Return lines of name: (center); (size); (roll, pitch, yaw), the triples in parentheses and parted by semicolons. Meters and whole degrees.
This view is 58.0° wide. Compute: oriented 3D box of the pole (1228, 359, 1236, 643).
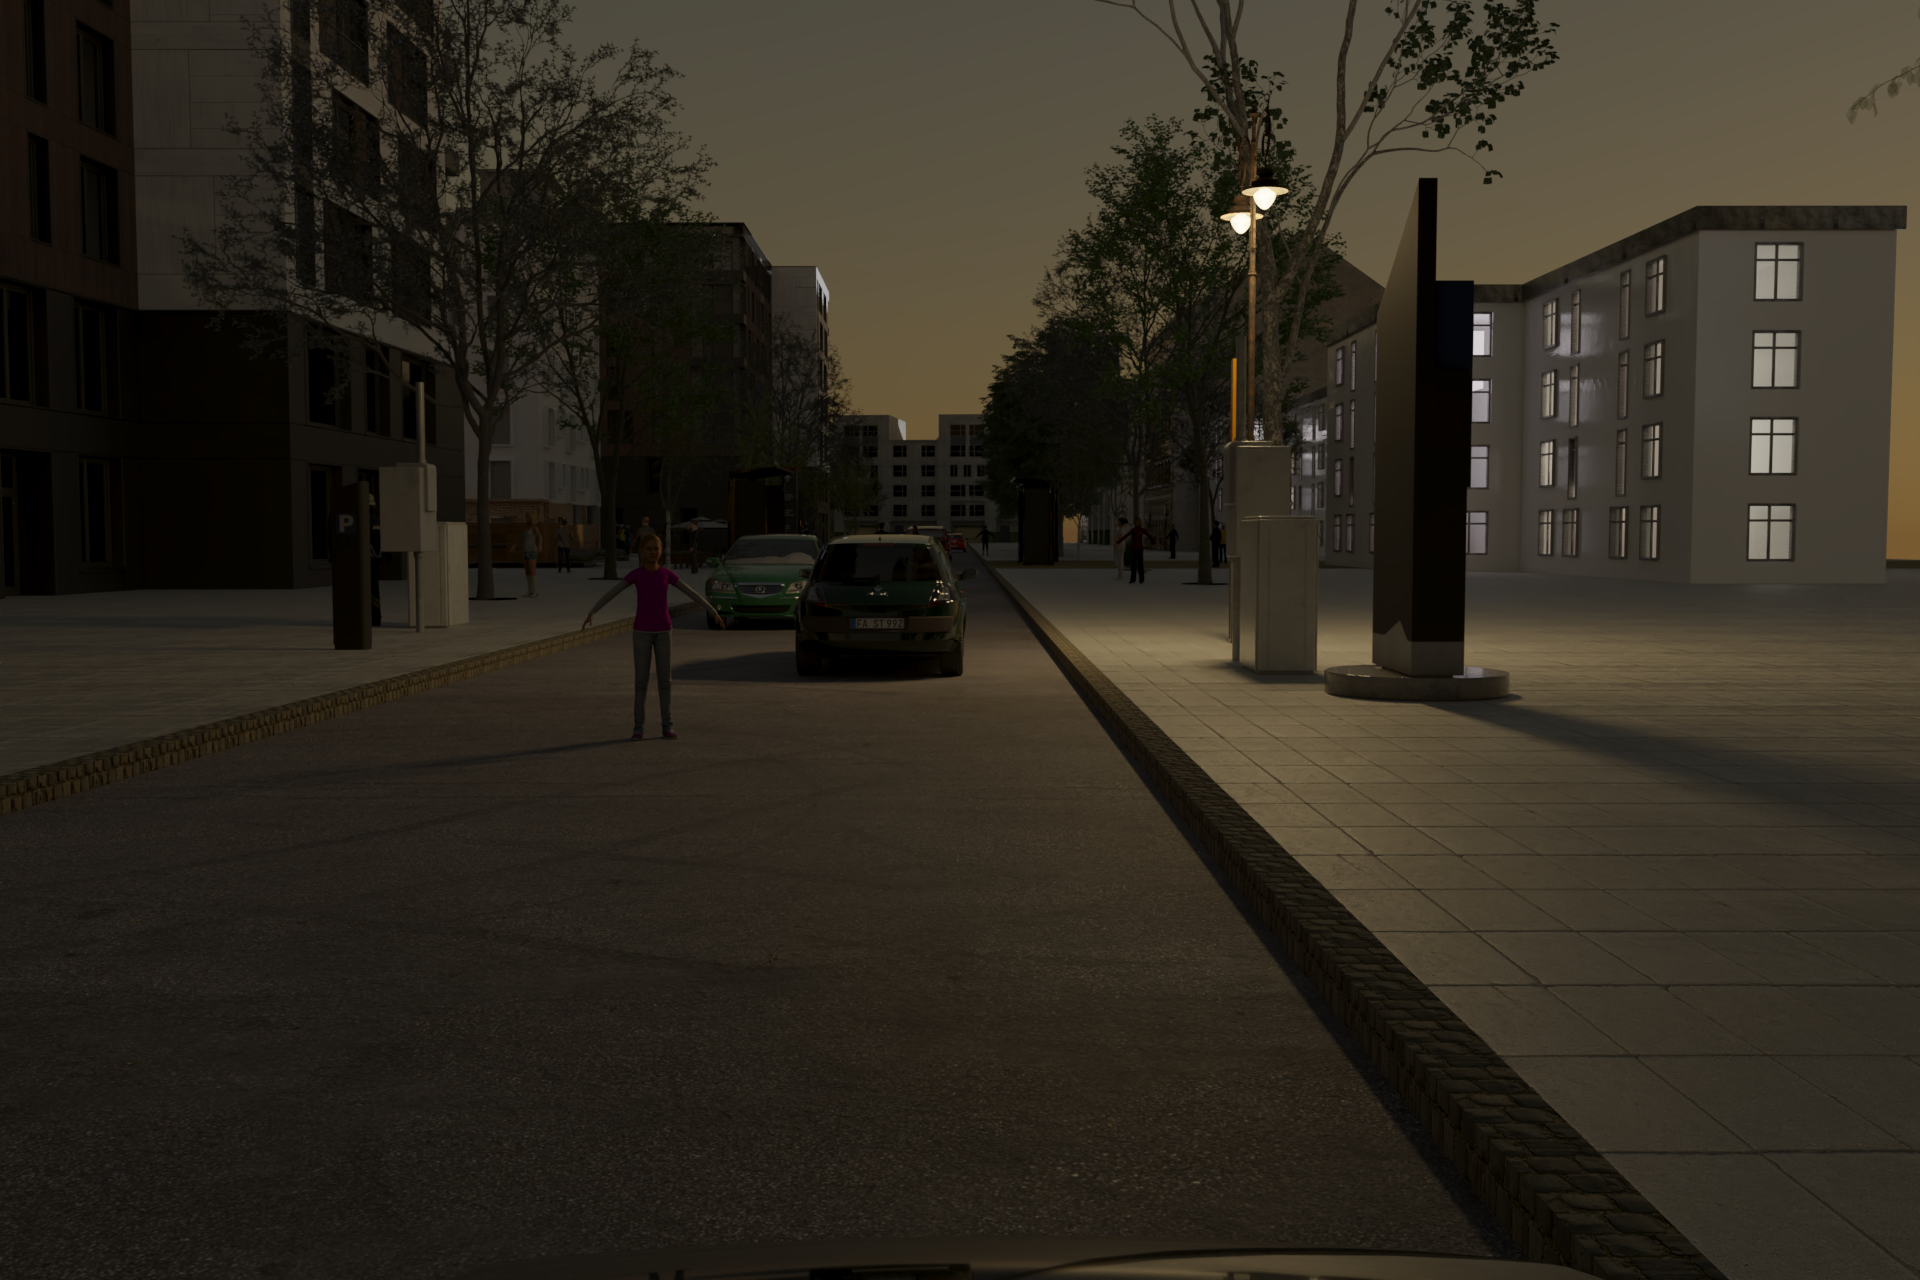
pole: (3.249, -1.618, 20.292); (0.158, 3.312, 0.155); (0, 3, 0)

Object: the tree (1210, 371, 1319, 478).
tree: (11.857, -7.369, 70.848); (4.360, 8.622, 3.978); (0, 3, 0)

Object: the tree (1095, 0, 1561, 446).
tree: (6.134, -10.620, 29.534); (12.611, 20.169, 13.585); (0, 3, 0)

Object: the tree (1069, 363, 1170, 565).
tree: (6.212, -7.410, 71.524); (4.360, 8.622, 3.978); (0, 3, 0)

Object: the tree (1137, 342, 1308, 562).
tree: (11.758, -8.863, 79.320); (8.767, 10.594, 7.601); (1, 4, 14)

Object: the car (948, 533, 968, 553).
car: (-0.411, -7.731, 135.437); (2.155, 1.783, 4.494); (0, 3, 0)

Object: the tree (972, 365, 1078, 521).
tree: (5.791, -13.370, 125.255); (9.857, 13.997, 8.962); (0, 3, 0)

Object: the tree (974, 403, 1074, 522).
tree: (5.844, -14.541, 144.405); (9.857, 13.997, 8.962); (0, 3, 0)

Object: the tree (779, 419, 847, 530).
tree: (-9.416, -9.652, 108.169); (4.737, 8.622, 4.395); (0, 3, 0)

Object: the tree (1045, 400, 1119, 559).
tree: (6.025, -8.444, 88.415); (4.360, 8.622, 3.978); (0, 3, 0)

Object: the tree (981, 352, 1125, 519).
tree: (5.953, -12.295, 107.671); (9.857, 13.997, 8.962); (0, 3, 0)

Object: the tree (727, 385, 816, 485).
tree: (-9.523, -8.245, 85.169); (4.737, 8.622, 4.395); (0, 3, 0)

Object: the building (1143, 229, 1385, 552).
building: (24.586, -18.555, 134.299); (19.493, 23.208, 18.063); (0, 4, 0)

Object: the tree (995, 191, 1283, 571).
tree: (6.249, -9.170, 60.294); (12.009, 13.543, 11.850); (0, 3, 0)

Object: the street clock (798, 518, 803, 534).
street clock: (-7.185, -4.436, 77.103); (0.358, 2.002, 0.471); (0, 4, 0)

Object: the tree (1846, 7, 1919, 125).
tree: (5.662, -3.587, 9.017); (4.360, 8.622, 3.978); (0, 3, 0)

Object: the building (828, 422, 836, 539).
building: (-27.071, -24.712, 234.964); (19.493, 23.208, 18.063); (0, 4, 1)

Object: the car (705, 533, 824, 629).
car: (-2.909, -0.973, 27.700); (2.131, 1.459, 4.920); (0, 4, 0)

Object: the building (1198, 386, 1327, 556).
building: (21.626, -10.356, 111.463); (9.099, 9.664, 28.070); (0, 4, 0)

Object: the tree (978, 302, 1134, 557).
tree: (5.487, -11.626, 96.744); (9.857, 13.997, 8.962); (0, 3, 0)

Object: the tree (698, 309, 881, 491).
tree: (-9.526, -11.334, 95.685); (12.009, 13.543, 11.850); (0, 3, 0)

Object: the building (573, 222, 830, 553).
building: (-24.808, -17.493, 129.987); (27.936, 21.610, 32.646); (0, 4, 0)

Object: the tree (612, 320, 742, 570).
tree: (-9.690, -6.455, 55.909); (4.360, 8.622, 3.978); (0, 3, 0)

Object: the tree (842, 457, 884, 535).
tree: (-9.120, -12.724, 158.402); (4.737, 8.622, 4.395); (0, 3, 0)

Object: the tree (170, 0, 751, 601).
tree: (-9.284, -7.527, 33.432); (12.009, 13.543, 11.850); (0, 3, 0)

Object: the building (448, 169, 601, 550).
building: (-26.560, -14.355, 91.128); (16.016, 20.090, 11.380); (0, 3, 0)

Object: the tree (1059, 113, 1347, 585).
tree: (6.062, -7.205, 43.559); (9.928, 11.665, 9.643); (0, 3, 0)

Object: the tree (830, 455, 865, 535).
tree: (-10.091, -12.298, 151.429); (4.737, 8.622, 4.395); (0, 3, 0)

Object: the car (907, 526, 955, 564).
car: (-1.399, -4.444, 81.339); (2.281, 1.827, 5.304); (0, 4, 0)

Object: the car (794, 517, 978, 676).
car: (-0.802, -0.559, 18.924); (2.009, 1.686, 4.222); (0, 4, 0)

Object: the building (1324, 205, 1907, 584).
building: (19.655, -7.114, 58.465); (9.099, 9.664, 28.070); (0, 4, 0)

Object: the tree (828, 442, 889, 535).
tree: (-10.303, -14.159, 165.919); (7.601, 10.594, 8.767); (0, 4, -4)

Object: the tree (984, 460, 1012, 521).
tree: (5.794, -15.382, 169.628); (7.486, 12.596, 7.792); (0, 3, 0)

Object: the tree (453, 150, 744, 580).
tree: (-9.880, -7.487, 48.164); (9.928, 11.665, 9.643); (0, 3, 0)

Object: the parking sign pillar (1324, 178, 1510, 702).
parking sign pillar: (3.675, -1.552, 13.849); (1.447, 3.967, 1.447); (0, 4, 0)

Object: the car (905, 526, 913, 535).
car: (-1.950, -4.847, 87.915); (2.281, 1.827, 5.304); (0, 4, -1)

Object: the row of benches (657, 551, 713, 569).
row of benches: (-10.410, -2.991, 64.369); (1.422, 0.672, 4.104); (1, 4, 20)
